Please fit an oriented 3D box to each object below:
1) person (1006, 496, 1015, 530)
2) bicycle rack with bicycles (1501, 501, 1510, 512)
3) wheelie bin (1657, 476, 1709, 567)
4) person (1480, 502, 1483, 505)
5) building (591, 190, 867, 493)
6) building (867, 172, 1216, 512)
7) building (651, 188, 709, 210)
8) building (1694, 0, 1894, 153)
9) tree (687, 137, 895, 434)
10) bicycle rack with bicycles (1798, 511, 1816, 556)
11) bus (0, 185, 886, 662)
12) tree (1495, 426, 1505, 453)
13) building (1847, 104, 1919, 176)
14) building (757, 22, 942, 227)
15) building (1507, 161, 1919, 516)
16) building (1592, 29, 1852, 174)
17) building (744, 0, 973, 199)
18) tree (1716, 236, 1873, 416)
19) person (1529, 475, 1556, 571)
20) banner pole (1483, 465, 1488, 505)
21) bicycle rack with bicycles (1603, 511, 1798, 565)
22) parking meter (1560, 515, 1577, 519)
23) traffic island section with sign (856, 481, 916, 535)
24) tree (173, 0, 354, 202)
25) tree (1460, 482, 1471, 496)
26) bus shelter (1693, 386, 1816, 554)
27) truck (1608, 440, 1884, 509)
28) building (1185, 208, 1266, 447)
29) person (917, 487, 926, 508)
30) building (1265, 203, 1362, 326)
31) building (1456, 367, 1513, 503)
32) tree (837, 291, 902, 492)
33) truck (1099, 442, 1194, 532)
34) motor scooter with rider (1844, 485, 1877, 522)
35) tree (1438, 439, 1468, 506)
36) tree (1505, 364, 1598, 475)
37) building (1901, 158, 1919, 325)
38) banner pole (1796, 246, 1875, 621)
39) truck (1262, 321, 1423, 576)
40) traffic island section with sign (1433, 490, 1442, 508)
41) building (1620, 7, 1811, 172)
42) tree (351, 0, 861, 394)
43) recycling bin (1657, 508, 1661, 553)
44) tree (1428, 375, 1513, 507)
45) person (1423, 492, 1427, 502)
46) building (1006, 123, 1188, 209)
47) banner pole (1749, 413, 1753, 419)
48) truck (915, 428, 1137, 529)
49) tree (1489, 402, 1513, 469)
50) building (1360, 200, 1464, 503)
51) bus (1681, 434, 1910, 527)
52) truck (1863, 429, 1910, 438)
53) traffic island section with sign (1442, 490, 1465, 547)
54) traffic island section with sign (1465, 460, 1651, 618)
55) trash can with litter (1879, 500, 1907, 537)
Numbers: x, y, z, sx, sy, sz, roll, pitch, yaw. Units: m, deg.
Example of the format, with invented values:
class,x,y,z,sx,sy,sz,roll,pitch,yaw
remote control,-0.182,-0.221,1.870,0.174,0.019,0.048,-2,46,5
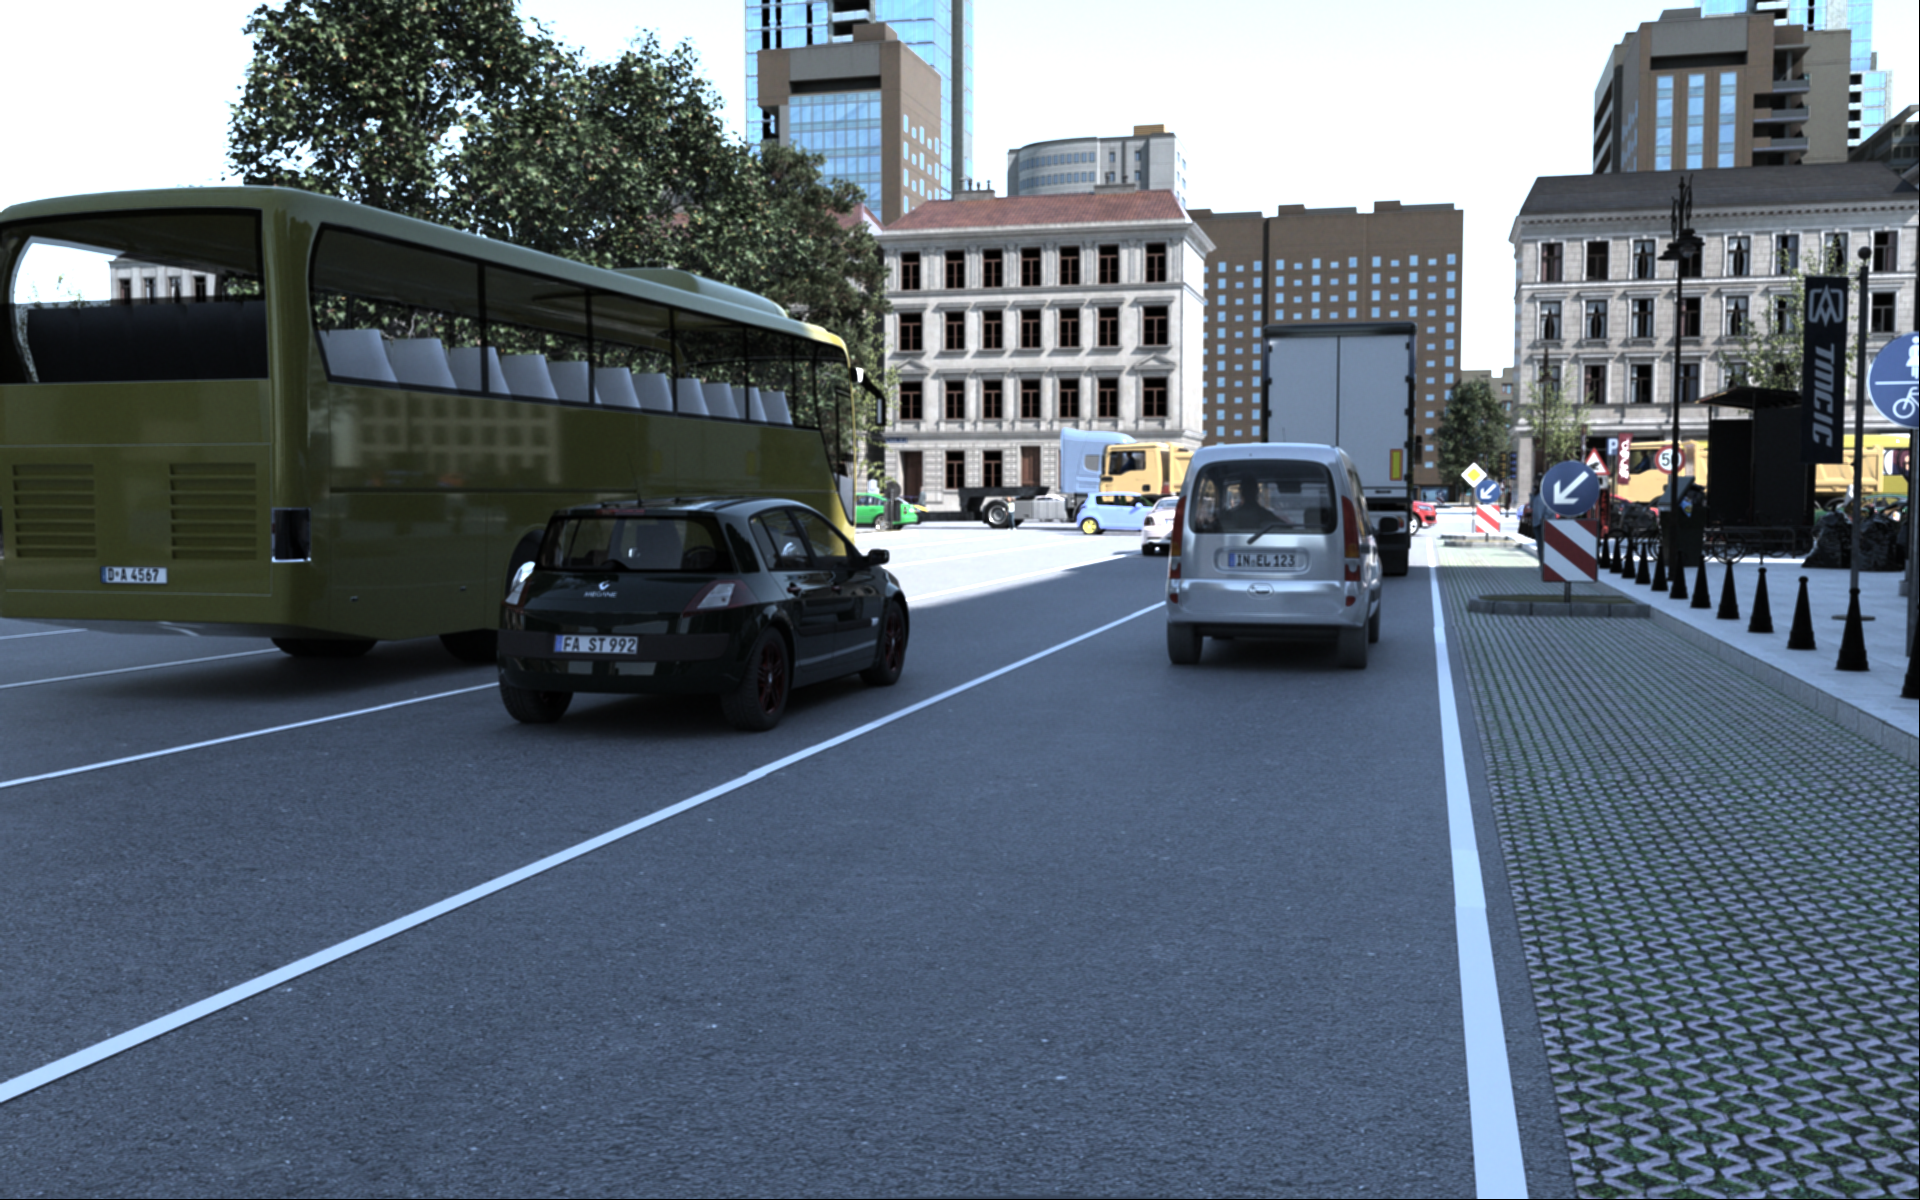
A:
class,x,y,z,sx,sy,sz,roll,pitch,yaw
person,2.020,-3.439,68.639,0.435,1.345,0.340,1,4,15
bicycle rack with bicycles,41.525,-6.943,126.898,2.852,0.926,2.925,-2,4,-28
wheelie bin,12.808,-1.394,30.697,0.693,1.594,0.980,0,4,-7
person,63.924,-12.374,211.623,0.742,1.727,0.445,2,4,28
building,-14.670,-17.437,121.244,21.152,22.565,11.583,1,4,15
building,5.820,-17.116,116.001,21.152,22.565,11.583,1,4,15
building,-32.501,-32.242,210.757,14.086,41.232,14.154,1,4,15
building,120.190,-57.578,254.065,31.000,86.520,22.319,1,4,15
tree,-5.425,-7.773,51.599,6.751,12.117,7.091,0,3,0
bicycle rack with bicycles,16.620,-1.366,35.714,2.852,0.926,2.925,-3,4,-39
bus,-4.024,-1.602,17.744,2.896,3.916,12.252,1,4,16
tree,47.250,-11.946,145.675,4.737,8.622,4.395,0,3,0
building,99.066,-29.000,166.032,23.993,40.220,32.217,1,4,15
building,-10.356,-31.818,170.339,14.600,45.320,14.200,1,4,15
building,35.726,-15.654,106.859,40.483,20.767,10.553,1,4,15
building,76.644,-33.847,177.094,21.300,48.544,21.600,1,4,15
building,-11.220,-54.213,199.061,31.000,86.520,22.319,1,4,15
tree,24.328,-6.108,50.227,4.737,8.622,4.395,0,3,0
person,10.811,-1.421,32.002,0.793,1.790,0.793,3,5,42
banner pole,44.725,-9.635,147.547,0.401,3.779,0.863,-1,4,-15
bicycle rack with bicycles,13.549,-1.164,32.415,2.925,0.926,2.852,0,4,5
parking meter,13.766,-1.883,39.198,0.372,1.533,0.369,0,3,0
traffic island section with sign,-2.555,-3.198,60.425,2.006,1.907,1.989,1,4,15
tree,-10.047,-6.909,32.430,9.611,12.733,9.660,0,3,0
tree,54.122,-11.710,186.065,1.663,3.219,1.824,0,3,0
bus shelter,18.426,-3.000,40.334,1.731,3.624,6.357,1,4,15
truck,27.738,-4.088,62.758,9.791,3.379,3.469,1,4,15
building,41.928,-38.084,272.787,14.200,45.320,14.600,1,4,15
person,-2.025,-4.873,88.344,0.590,1.801,0.661,2,4,28
building,55.497,-37.826,268.572,14.200,45.320,14.600,1,4,15
building,91.655,-25.755,266.135,28.899,21.520,27.650,1,4,15
tree,-3.651,-6.388,57.269,4.737,8.622,4.395,0,3,0
truck,9.320,-4.231,65.100,9.791,3.379,3.469,1,4,16
motor scooter with rider,28.755,-2.836,55.338,1.986,1.779,0.876,1,4,16
tree,51.976,-14.013,179.474,4.360,8.622,3.978,0,3,0
tree,33.128,-8.936,96.460,4.737,8.622,4.395,0,3,0
building,64.940,-16.527,99.089,19.941,23.489,11.050,1,4,15
banner pole,8.916,-1.687,17.598,0.863,3.779,0.401,0,4,-5
truck,7.600,-2.748,33.840,2.839,4.237,11.283,1,4,15
traffic island section with sign,48.594,-10.202,175.438,1.989,1.847,2.006,1,4,15
building,69.164,-31.228,160.694,14.600,45.320,14.200,1,4,15
tree,-7.645,-7.521,42.441,9.611,12.733,9.660,0,3,0
recycling bin,14.613,-1.391,35.298,0.722,1.027,0.722,1,4,19
tree,49.550,-15.280,166.831,9.611,12.733,9.660,0,3,0
person,55.846,-12.146,207.913,0.721,1.723,1.217,2,4,31
building,22.192,-45.178,280.655,28.212,58.520,21.231,1,4,15
banner pole,21.437,-3.479,46.904,0.401,3.779,0.863,1,4,10
truck,-1.105,-5.082,72.853,18.799,4.110,2.967,1,4,16
tree,43.432,-11.291,134.972,4.360,8.622,3.978,0,3,0
building,69.299,-37.621,265.221,14.200,45.320,14.600,1,4,15
bus,34.844,-4.974,72.865,12.252,3.916,2.896,1,4,16
truck,45.194,-5.228,74.391,11.283,4.237,2.839,1,4,14
traffic island section with sign,14.208,-2.352,47.086,1.989,1.847,2.006,1,4,15
traffic island section with sign,7.232,-0.759,21.045,1.989,1.847,2.006,1,4,15
trash can with litter,17.165,-1.282,32.341,0.624,1.170,1.055,-2,4,-29
